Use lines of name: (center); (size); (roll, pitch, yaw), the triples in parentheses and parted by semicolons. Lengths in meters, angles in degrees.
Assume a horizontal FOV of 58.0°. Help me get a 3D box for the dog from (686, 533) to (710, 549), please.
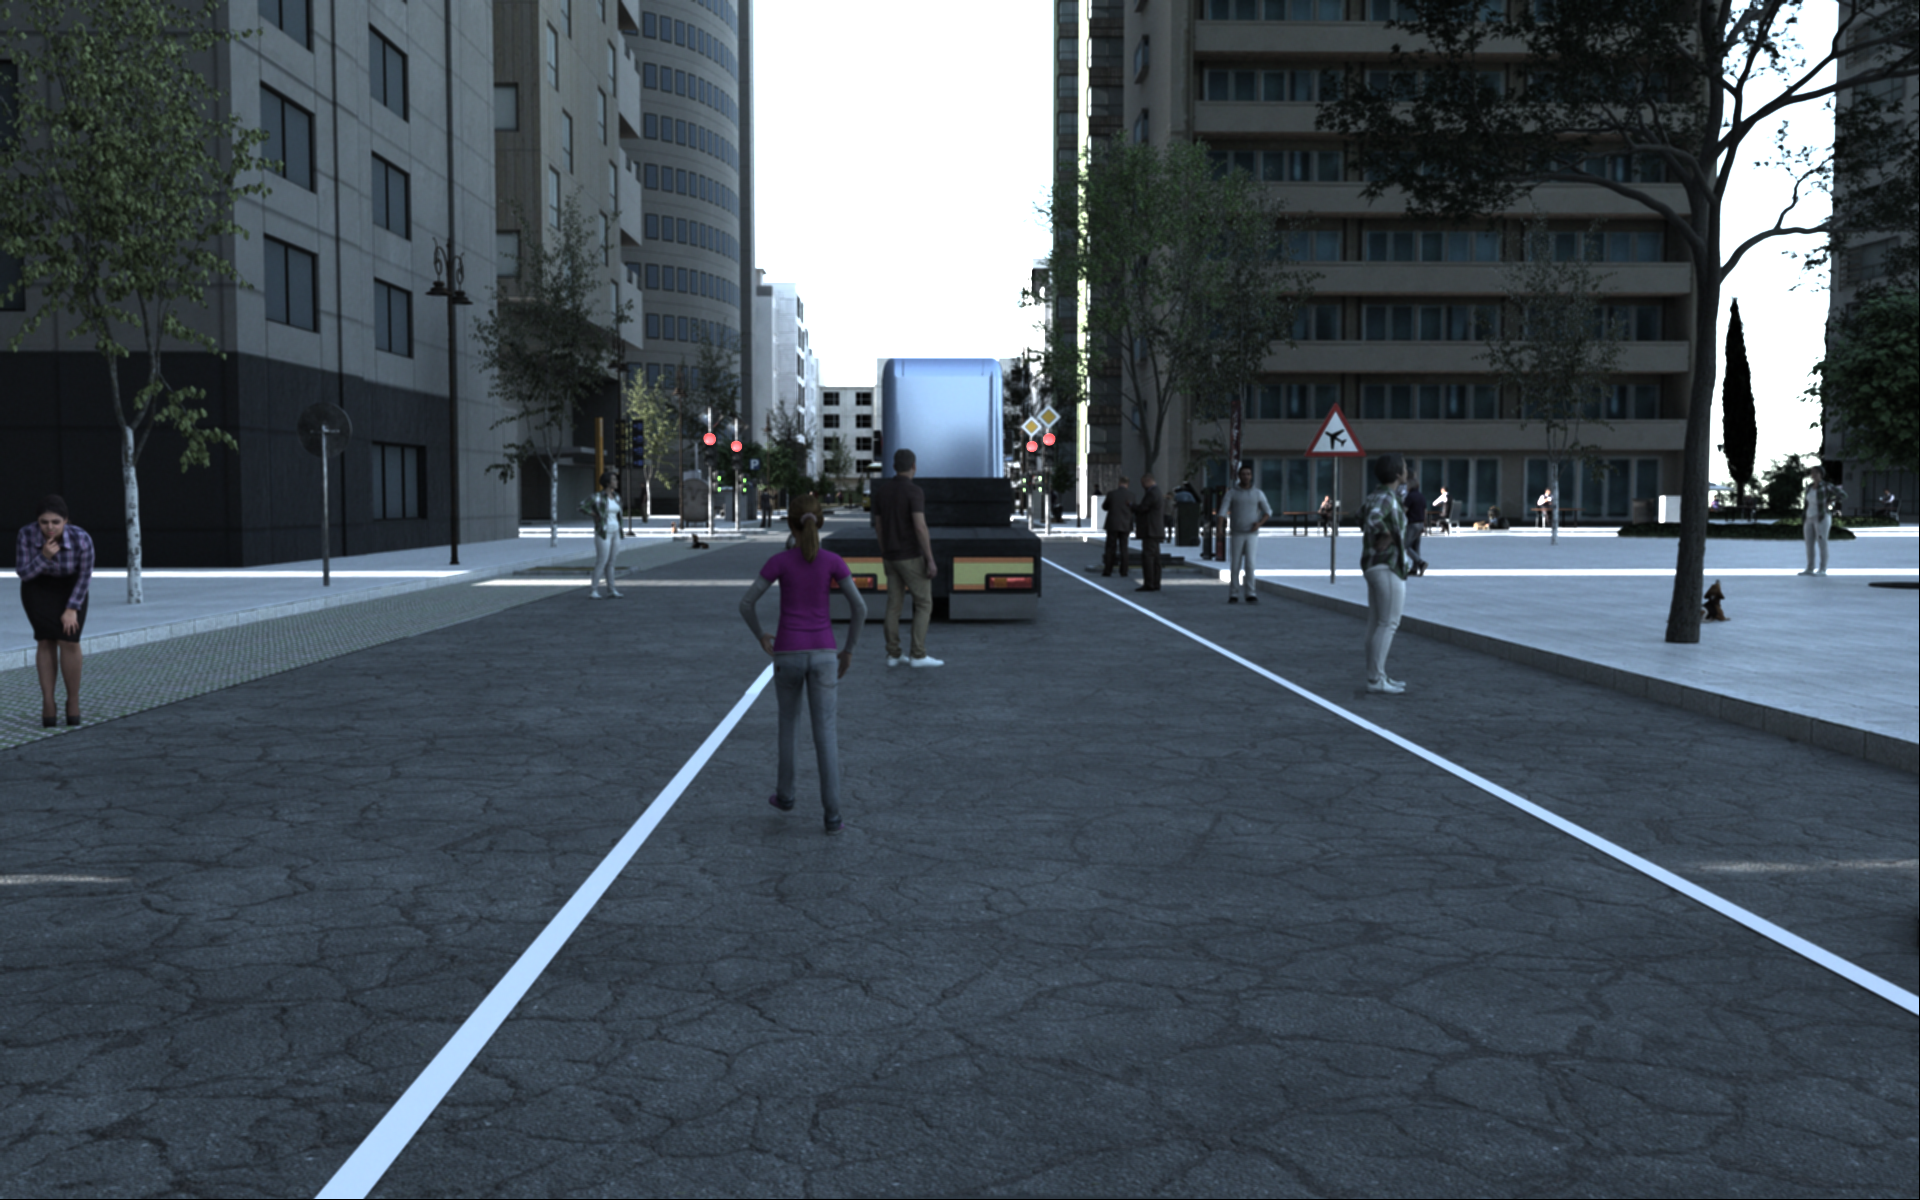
dog: (-6.810, -1.522, 45.075); (0.550, 0.427, 0.748); (-1, 4, -21)

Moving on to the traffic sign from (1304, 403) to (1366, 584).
traffic sign: (5.336, -1.511, 24.707); (0.884, 2.594, 0.081); (0, 4, 0)

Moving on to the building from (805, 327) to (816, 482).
building: (-24.292, -20.256, 187.600); (16.016, 20.091, 11.380); (0, 4, -1)

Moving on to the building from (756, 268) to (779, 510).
building: (-22.884, -17.504, 142.607); (16.016, 20.091, 11.380); (0, 4, -1)

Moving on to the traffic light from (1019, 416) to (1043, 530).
traffic light: (2.546, -4.481, 62.185); (0.839, 4.253, 0.868); (0, 4, -1)

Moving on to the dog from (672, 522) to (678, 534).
dog: (-9.430, -2.317, 57.177); (0.540, 0.507, 0.406); (3, 4, 38)

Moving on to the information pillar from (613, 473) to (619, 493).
information pillar: (-12.098, -3.468, 61.191); (0.304, 2.012, 0.304); (0, 4, -5)

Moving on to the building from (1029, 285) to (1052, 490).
building: (13.889, -17.634, 144.735); (16.016, 20.091, 11.380); (0, 4, -1)

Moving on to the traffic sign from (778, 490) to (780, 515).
traffic sign: (-11.053, -6.452, 105.597); (0.768, 2.556, 0.104); (0, 4, 4)

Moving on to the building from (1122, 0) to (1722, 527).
building: (18.190, -27.657, 75.889); (21.600, 48.544, 21.300); (0, 4, -1)

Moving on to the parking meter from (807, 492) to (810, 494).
parking meter: (-11.454, -7.468, 130.506); (0.372, 1.533, 0.369); (0, 3, 0)

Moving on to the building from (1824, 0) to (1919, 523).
building: (48.084, -23.911, 74.541); (14.086, 41.232, 14.154); (0, 4, -1)

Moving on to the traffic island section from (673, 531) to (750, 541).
traffic island section: (-7.770, -1.943, 54.057); (2.009, 0.180, 2.903); (0, 4, -1)

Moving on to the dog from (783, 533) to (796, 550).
dog: (-4.346, -1.711, 44.805); (0.800, 0.831, 0.513); (1, 4, 16)

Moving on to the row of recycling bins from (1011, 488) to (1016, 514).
row of recycling bins: (3.139, -6.492, 113.256); (1.069, 1.692, 3.534); (0, 4, 2)

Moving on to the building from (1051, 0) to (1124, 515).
building: (13.637, -27.124, 127.066); (14.154, 41.232, 14.086); (0, 4, -1)

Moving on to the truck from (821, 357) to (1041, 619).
truck: (-0.333, -2.357, 28.292); (2.967, 4.110, 18.799); (0, 3, 0)

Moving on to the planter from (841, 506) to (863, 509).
planter: (-10.226, -8.726, 163.815); (1.991, 0.319, 1.994); (0, 4, -1)

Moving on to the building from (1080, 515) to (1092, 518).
building: (13.554, -25.334, 97.812); (14.154, 41.232, 14.086); (0, 4, -1)

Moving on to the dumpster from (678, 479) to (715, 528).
dumpster: (-9.988, -3.663, 65.649); (1.264, 1.857, 1.865); (0, 4, -2)

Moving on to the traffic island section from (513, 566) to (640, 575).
traffic island section: (-6.865, -0.518, 31.335); (1.991, 0.108, 1.994); (0, 4, -1)

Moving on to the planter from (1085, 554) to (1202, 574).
planter: (3.343, -0.671, 32.118); (1.991, 0.319, 1.994); (0, 4, -1)

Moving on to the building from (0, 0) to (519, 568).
building: (-22.907, -36.677, 37.918); (20.611, 71.187, 20.563); (0, 4, -1)

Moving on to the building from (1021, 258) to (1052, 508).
building: (19.690, -19.746, 166.813); (27.936, 21.610, 32.646); (0, 4, -1)

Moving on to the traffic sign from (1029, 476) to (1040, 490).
traffic sign: (4.181, -5.756, 94.116); (0.884, 2.594, 0.081); (0, 4, 1)

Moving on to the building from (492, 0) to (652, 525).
building: (-29.320, -29.790, 76.307); (28.713, 52.752, 27.495); (0, 4, -1)

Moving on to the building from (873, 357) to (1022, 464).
building: (4.699, -22.381, 232.387); (31.486, 18.905, 16.747); (0, 4, -1)

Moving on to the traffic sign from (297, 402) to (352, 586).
traffic sign: (-8.846, -1.468, 24.106); (0.768, 2.556, 0.104); (0, 4, 2)

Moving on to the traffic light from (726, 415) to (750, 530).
traffic light: (-7.932, -4.464, 61.905); (0.839, 4.253, 0.868); (0, 4, -1)

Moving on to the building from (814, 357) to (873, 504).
building: (-26.783, -22.349, 231.857); (31.486, 18.905, 16.747); (0, 4, -1)

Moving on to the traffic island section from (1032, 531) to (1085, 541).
traffic island section: (2.788, -1.959, 54.318); (2.009, 0.180, 2.903); (0, 4, -1)

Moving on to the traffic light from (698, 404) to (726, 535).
traffic light: (-7.730, -3.976, 53.923); (0.839, 4.253, 0.868); (0, 4, -1)

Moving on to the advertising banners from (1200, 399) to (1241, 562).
advertising banners: (4.975, -2.254, 33.044); (0.090, 3.025, 2.074); (-1, 4, -11)

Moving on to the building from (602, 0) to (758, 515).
building: (-25.433, -35.044, 114.969); (21.231, 58.520, 28.212); (0, 4, -1)

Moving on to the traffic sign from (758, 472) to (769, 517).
traffic sign: (-11.019, -5.885, 96.218); (0.884, 2.594, 0.081); (0, 4, 1)

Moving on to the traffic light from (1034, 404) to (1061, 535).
traffic light: (2.748, -3.993, 54.203); (0.839, 4.253, 0.868); (0, 4, -1)

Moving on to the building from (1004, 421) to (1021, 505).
building: (8.608, -15.600, 197.211); (9.099, 9.664, 28.070); (0, 4, -1)

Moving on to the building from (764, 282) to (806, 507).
building: (-29.629, -19.613, 164.644); (27.936, 21.610, 32.646); (0, 4, -1)

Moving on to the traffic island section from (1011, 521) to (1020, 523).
traffic island section: (1.963, -3.920, 86.957); (1.991, 0.108, 1.994); (0, 4, -1)

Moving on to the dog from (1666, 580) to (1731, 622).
dog: (7.447, 0.016, 17.478); (0.748, 0.427, 0.550); (0, 4, 8)
